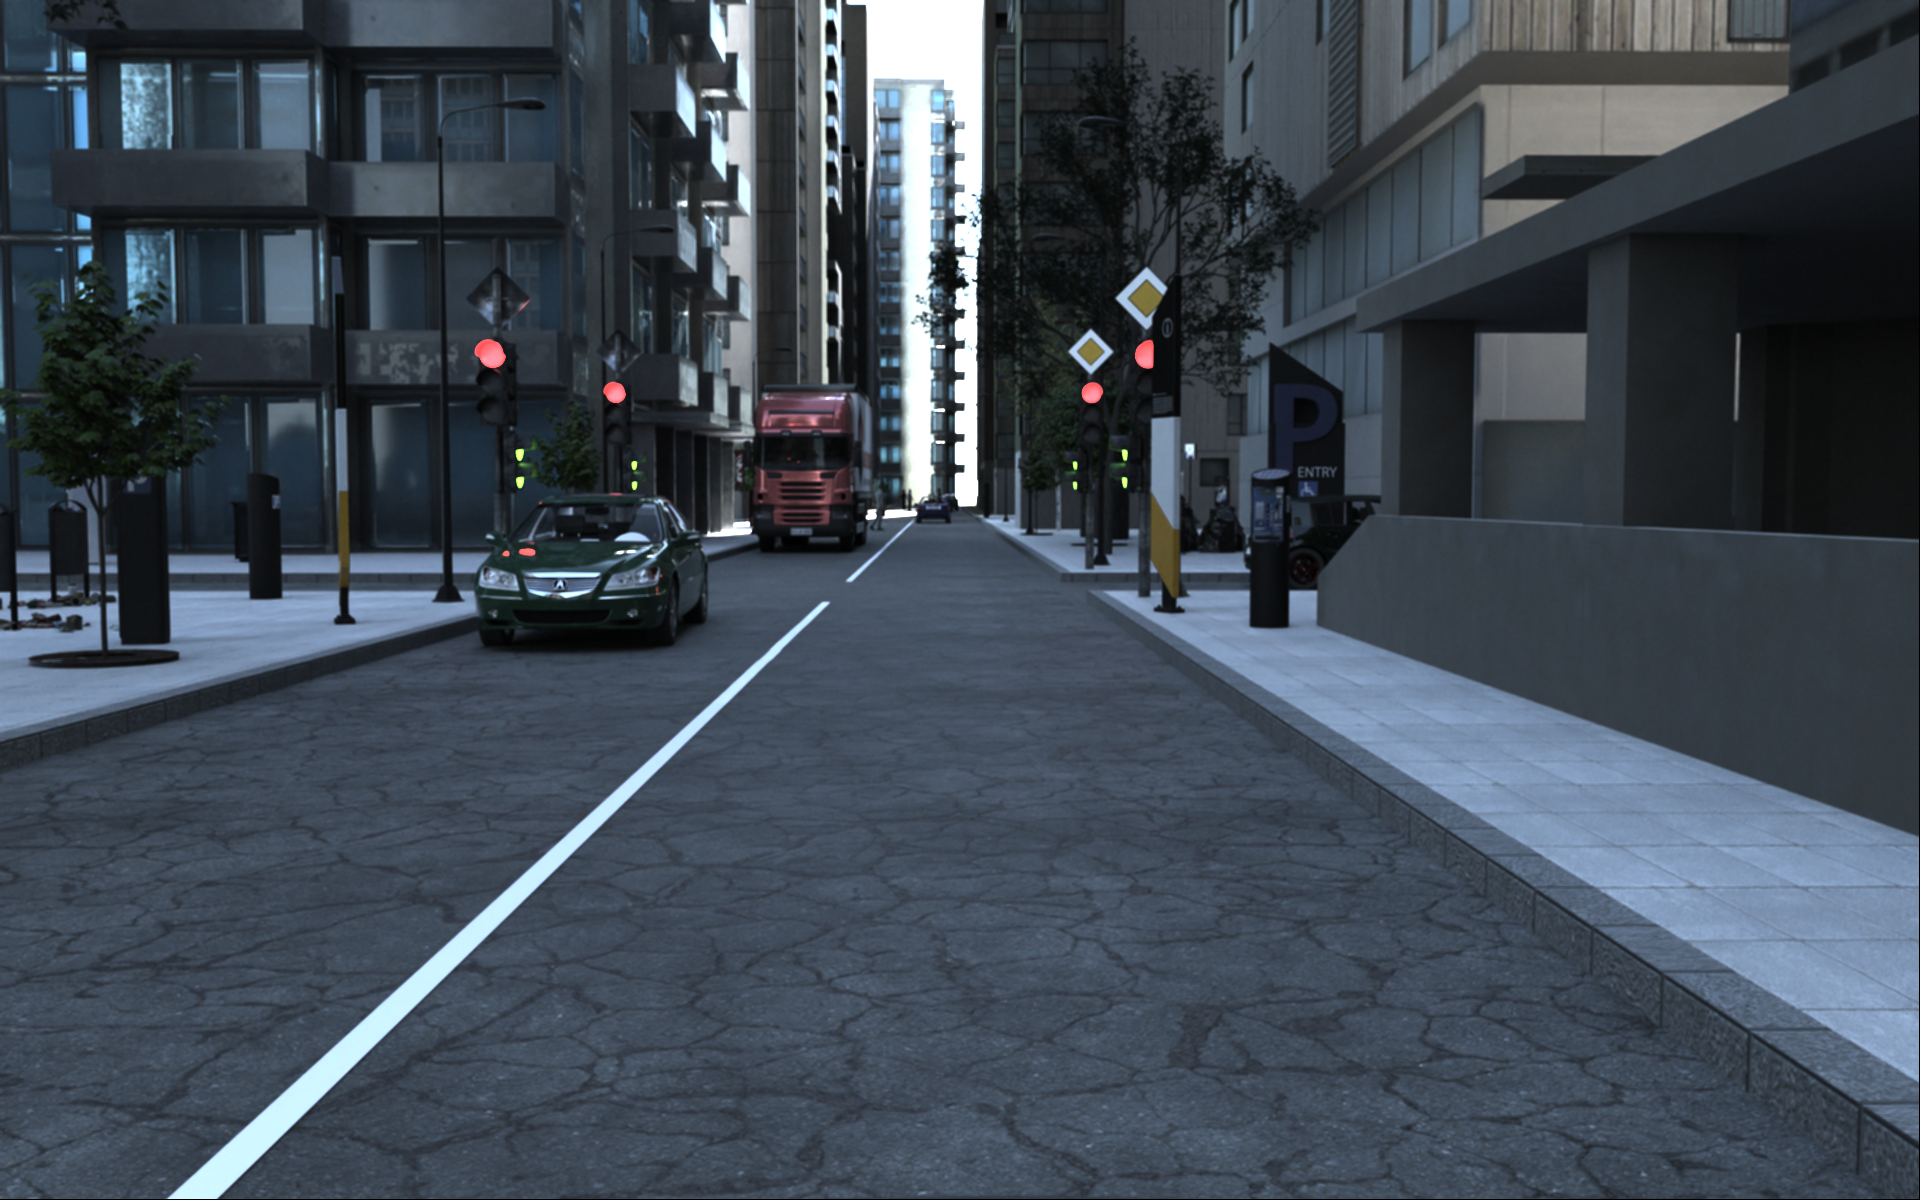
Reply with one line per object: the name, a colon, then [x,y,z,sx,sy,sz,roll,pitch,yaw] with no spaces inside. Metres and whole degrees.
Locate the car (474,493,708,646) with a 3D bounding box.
car: [-3.681,-0.372,17.885,2.131,1.459,4.920,0,4,-2]

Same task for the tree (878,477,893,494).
tree: [-8.141,-11.469,182.112,1.663,3.219,1.824,0,3,0]

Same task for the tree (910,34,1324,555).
tree: [3.061,-6.225,36.193,8.767,10.594,7.601,0,4,3]

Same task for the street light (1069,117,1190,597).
street light: [2.160,-2.994,21.495,1.470,5.913,1.316,0,4,-1]

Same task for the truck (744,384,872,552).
truck: [-3.835,-3.518,46.429,2.839,4.237,11.283,0,4,0]

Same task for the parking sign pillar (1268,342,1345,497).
parking sign pillar: [6.149,-2.586,30.760,1.447,3.967,1.447,0,4,2]

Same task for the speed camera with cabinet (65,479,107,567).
speed camera with cabinet: [-15.728,-2.251,31.139,0.660,3.252,2.038,-2,4,-30]

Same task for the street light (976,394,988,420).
street light: [1.596,-6.584,80.187,1.470,5.913,1.316,0,4,-1]

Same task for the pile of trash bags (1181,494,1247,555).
pile of trash bags: [5.112,-1.730,38.031,1.912,1.369,3.447,2,4,24]

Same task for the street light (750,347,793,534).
street light: [-5.986,-5.041,54.953,1.470,5.913,1.316,0,4,-1]

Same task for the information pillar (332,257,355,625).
information pillar: [-6.078,-1.569,17.011,0.183,3.616,0.504,-1,4,-22]

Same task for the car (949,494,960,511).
car: [-1.025,-8.365,148.568,2.131,1.459,4.920,0,4,0]

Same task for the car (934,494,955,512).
car: [-1.487,-7.883,140.687,2.131,1.459,4.920,0,4,0]

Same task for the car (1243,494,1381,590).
car: [6.477,-1.024,26.530,4.222,1.686,2.009,0,4,-1]

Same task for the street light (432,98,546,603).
street light: [-5.562,-2.932,20.472,1.470,5.913,1.316,0,4,-1]

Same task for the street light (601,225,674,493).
street light: [-5.640,-3.519,30.081,1.470,5.913,1.316,0,4,-1]

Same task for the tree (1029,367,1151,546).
tree: [3.415,-3.637,43.184,4.285,4.588,4.351,0,3,0]

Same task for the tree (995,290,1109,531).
tree: [3.344,-6.690,59.739,4.737,8.622,4.395,0,3,0]

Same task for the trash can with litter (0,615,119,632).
trash can with litter: [-8.987,-0.330,16.458,2.233,1.210,1.678,1,4,20]

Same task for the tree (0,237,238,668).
tree: [-6.581,-1.127,13.022,1.663,3.219,1.824,0,3,0]

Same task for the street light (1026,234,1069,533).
street light: [1.998,-3.581,31.085,1.470,5.913,1.316,0,4,-1]

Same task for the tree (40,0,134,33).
tree: [-6.600,-4.455,7.247,8.767,10.594,7.601,0,3,0]

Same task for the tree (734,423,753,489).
tree: [-7.955,-5.378,71.641,4.285,4.588,4.351,0,3,0]

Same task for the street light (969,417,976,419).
street light: [1.256,-8.079,104.635,1.470,5.913,1.316,0,4,-1]

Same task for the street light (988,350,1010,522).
street light: [1.731,-5.093,55.819,1.470,5.913,1.316,0,4,-1]

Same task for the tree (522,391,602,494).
tree: [-7.224,-2.337,32.816,1.663,3.219,1.824,0,3,0]

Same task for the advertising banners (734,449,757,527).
advertising banners: [-8.103,-4.415,68.378,2.074,3.025,0.090,-3,5,-44]

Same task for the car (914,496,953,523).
car: [-1.316,-4.499,86.142,1.945,1.354,3.894,0,4,-1]

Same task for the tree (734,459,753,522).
tree: [-9.929,-5.208,79.750,1.663,3.219,1.824,0,3,0]

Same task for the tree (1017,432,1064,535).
tree: [2.364,-3.636,54.049,1.663,3.219,1.824,0,3,0]

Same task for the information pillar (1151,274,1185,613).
information pillar: [2.236,-1.677,18.768,0.183,3.616,0.504,-2,4,-24]
